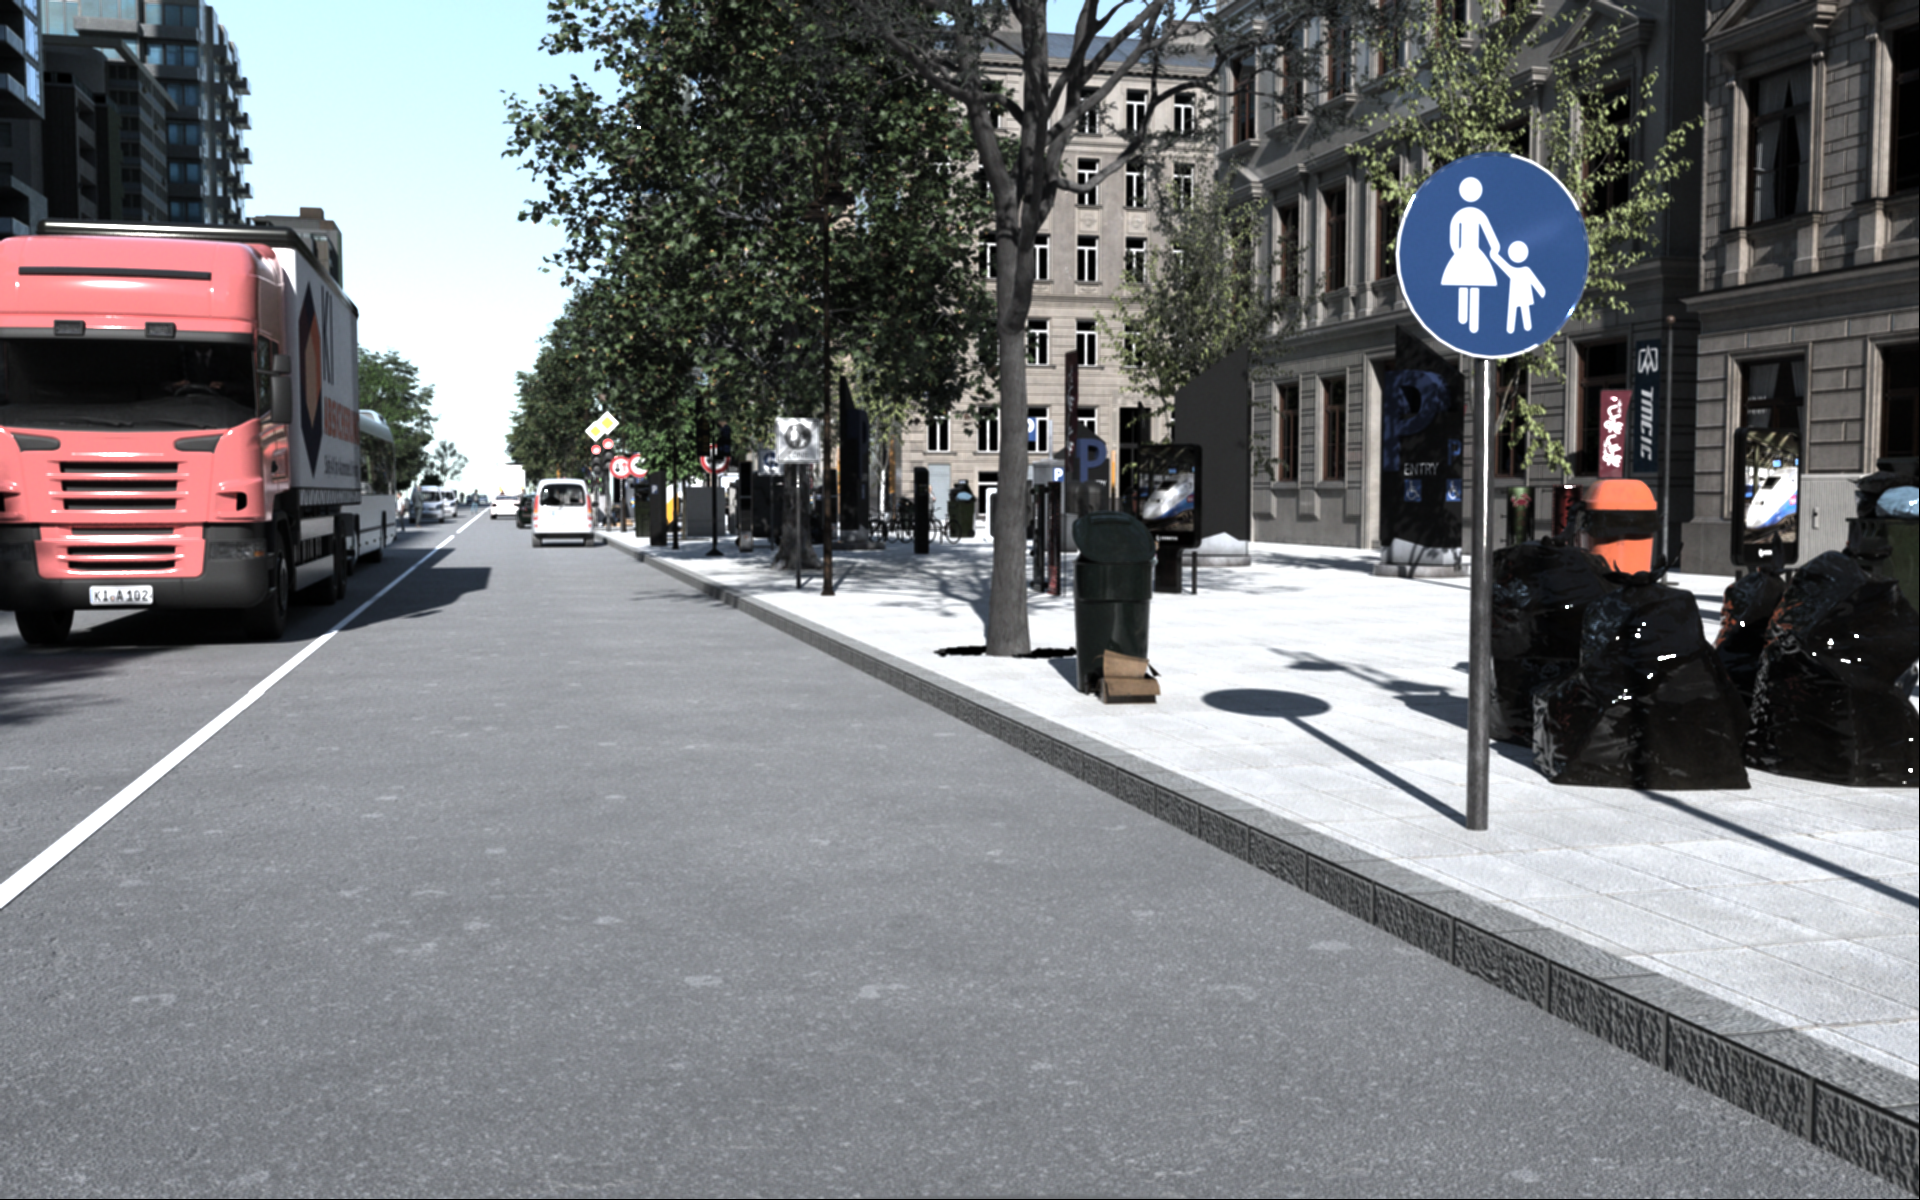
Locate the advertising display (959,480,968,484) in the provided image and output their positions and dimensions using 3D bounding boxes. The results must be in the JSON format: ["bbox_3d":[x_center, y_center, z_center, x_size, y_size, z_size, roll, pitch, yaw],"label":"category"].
[{"bbox_3d":[0.156,-4.442,77.843,0.123,1.923,0.974,-1,4,-19],"label":"advertising display"}]

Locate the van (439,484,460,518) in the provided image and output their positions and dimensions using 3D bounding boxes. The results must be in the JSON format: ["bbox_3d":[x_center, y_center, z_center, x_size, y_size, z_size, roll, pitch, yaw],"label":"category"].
[{"bbox_3d":[-31.812,-6.086,106.524,2.013,2.044,4.112,-1,4,-16],"label":"van"}]

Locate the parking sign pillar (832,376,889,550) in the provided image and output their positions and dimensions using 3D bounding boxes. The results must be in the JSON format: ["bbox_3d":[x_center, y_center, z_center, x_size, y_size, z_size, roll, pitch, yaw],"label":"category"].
[{"bbox_3d":[-2.443,-3.162,40.168,1.447,3.967,1.447,1,4,9],"label":"parking sign pillar"}]

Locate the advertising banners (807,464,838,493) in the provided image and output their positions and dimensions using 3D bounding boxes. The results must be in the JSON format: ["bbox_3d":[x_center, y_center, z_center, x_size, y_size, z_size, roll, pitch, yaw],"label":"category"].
[{"bbox_3d":[-7.171,-5.761,90.382,2.074,3.025,0.090,-1,4,-18],"label":"advertising banners"}]

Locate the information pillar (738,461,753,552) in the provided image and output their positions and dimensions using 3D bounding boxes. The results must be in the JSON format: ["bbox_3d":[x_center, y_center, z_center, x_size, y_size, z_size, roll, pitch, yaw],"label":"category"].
[{"bbox_3d":[-4.742,-2.072,38.363,0.304,2.012,0.304,0,4,-6],"label":"information pillar"}]

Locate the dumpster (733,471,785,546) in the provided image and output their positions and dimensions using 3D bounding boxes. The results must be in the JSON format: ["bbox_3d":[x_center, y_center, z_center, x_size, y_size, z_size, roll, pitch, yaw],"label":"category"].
[{"bbox_3d":[-4.799,-2.229,42.206,1.264,1.857,1.865,-1,4,-15],"label":"dumpster"}]

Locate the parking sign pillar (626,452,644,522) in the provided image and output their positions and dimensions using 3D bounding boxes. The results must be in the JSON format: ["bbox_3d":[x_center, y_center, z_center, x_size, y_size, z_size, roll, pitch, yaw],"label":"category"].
[{"bbox_3d":[-14.682,-5.555,79.302,1.447,3.967,1.447,-1,4,-12],"label":"parking sign pillar"}]

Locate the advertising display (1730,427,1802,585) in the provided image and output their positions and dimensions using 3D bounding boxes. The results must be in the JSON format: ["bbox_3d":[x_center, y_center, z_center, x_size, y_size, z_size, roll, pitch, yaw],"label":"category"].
[{"bbox_3d":[7.879,-0.717,16.935,0.974,1.923,0.123,-2,4,-33],"label":"advertising display"}]

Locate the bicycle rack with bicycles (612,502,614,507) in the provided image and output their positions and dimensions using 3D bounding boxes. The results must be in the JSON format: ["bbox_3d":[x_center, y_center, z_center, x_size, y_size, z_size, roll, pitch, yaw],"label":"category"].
[{"bbox_3d":[-22.507,-5.841,108.887,2.852,0.926,2.925,-1,4,-9],"label":"bicycle rack with bicycles"}]

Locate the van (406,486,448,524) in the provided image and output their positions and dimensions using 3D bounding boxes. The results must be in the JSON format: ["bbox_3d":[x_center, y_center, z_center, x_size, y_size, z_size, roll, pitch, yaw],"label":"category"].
[{"bbox_3d":[-26.398,-4.815,85.736,2.013,2.044,4.112,-1,4,-16],"label":"van"}]

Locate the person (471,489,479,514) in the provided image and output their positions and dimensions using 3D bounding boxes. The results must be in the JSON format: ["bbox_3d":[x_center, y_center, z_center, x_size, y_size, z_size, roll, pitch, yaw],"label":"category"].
[{"bbox_3d":[-34.633,-7.026,123.726,0.623,1.781,0.721,0,4,-2],"label":"person"}]

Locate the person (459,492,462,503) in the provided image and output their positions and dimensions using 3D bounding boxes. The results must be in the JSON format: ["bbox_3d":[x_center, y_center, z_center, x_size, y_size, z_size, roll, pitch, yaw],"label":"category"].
[{"bbox_3d":[-83.283,-17.170,289.219,1.348,1.826,0.705,3,4,37],"label":"person"}]

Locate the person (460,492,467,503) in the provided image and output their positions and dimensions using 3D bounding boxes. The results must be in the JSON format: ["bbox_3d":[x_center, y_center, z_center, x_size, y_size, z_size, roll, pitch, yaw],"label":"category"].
[{"bbox_3d":[-81.181,-16.784,282.933,1.348,1.822,0.705,-3,5,-43],"label":"person"}]

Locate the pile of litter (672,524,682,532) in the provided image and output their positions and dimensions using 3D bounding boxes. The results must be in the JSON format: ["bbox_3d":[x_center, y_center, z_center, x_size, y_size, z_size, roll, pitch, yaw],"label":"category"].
[{"bbox_3d":[-9.863,-2.748,58.888,1.176,0.858,1.719,-1,4,-20],"label":"pile of litter"}]

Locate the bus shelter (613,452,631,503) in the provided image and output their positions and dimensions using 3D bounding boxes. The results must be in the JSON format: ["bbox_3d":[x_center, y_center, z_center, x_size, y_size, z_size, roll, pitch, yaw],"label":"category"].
[{"bbox_3d":[-19.262,-6.636,99.785,1.731,3.624,6.357,-1,4,-15],"label":"bus shelter"}]

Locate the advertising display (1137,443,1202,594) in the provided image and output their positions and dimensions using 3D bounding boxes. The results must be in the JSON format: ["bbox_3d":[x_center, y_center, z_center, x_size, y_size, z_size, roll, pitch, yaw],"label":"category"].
[{"bbox_3d":[2.703,-1.053,22.425,0.974,1.923,0.123,3,5,45],"label":"advertising display"}]

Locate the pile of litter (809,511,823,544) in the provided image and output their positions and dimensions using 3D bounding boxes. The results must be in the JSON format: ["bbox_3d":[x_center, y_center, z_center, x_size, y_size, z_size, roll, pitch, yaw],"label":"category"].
[{"bbox_3d":[-4.041,-1.866,44.476,1.176,0.858,1.719,2,4,25],"label":"pile of litter"}]

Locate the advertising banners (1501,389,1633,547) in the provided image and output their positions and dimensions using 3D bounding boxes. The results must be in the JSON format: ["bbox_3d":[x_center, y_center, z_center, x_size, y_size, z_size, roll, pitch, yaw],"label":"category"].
[{"bbox_3d":[10.198,-2.016,29.143,2.074,3.025,0.090,1,4,9],"label":"advertising banners"}]

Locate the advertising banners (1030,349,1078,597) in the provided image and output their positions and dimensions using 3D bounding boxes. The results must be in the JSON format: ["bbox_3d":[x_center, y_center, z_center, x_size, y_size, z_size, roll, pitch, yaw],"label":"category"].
[{"bbox_3d":[1.194,-1.581,22.030,0.090,3.025,2.074,-1,4,-12],"label":"advertising banners"}]

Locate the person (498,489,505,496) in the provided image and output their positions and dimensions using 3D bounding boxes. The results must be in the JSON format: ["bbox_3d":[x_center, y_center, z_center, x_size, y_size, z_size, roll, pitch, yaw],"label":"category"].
[{"bbox_3d":[-38.631,-8.434,146.362,0.705,1.831,1.348,3,5,43],"label":"person"}]

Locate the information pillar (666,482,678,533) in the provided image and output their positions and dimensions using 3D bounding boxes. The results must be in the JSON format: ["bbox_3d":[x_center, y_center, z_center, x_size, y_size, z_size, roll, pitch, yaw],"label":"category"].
[{"bbox_3d":[-9.592,-4.045,57.486,0.504,3.616,0.183,2,4,25],"label":"information pillar"}]

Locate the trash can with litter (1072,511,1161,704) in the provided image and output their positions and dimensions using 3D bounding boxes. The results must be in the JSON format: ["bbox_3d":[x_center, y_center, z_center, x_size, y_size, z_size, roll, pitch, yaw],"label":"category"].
[{"bbox_3d":[1.065,0.025,10.973,0.624,1.170,1.055,0,4,-8],"label":"trash can with litter"}]

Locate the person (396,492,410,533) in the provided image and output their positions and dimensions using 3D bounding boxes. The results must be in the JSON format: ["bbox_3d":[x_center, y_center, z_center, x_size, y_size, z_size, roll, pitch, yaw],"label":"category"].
[{"bbox_3d":[-20.738,-3.255,64.322,0.503,1.515,0.523,1,4,20],"label":"person"}]

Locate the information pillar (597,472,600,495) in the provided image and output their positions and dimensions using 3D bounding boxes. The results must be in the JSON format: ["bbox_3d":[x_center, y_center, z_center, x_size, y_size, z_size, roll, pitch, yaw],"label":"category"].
[{"bbox_3d":[-24.722,-7.766,118.321,0.504,3.616,0.183,0,4,6],"label":"information pillar"}]

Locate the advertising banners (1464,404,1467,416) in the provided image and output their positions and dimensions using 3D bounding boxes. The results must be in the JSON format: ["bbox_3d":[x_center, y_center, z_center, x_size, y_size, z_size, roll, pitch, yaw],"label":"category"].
[{"bbox_3d":[8.950,-2.265,33.216,2.074,3.025,0.090,-2,4,-29],"label":"advertising banners"}]

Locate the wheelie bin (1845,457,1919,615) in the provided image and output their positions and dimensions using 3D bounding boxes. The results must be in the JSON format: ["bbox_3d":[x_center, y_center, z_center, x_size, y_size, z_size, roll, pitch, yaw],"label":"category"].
[{"bbox_3d":[8.064,-0.425,14.863,0.693,1.594,0.980,0,4,-4],"label":"wheelie bin"}]

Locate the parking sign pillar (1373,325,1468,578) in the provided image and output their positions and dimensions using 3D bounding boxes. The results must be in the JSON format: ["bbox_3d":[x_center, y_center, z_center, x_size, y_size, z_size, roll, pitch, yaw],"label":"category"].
[{"bbox_3d":[7.218,-2.359,27.042,1.447,3.967,1.447,-2,4,-33],"label":"parking sign pillar"}]

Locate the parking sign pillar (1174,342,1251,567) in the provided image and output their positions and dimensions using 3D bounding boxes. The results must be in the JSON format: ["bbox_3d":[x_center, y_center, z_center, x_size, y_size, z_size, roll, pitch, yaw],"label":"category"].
[{"bbox_3d":[4.513,-2.605,31.066,1.447,3.967,1.447,1,4,16],"label":"parking sign pillar"}]

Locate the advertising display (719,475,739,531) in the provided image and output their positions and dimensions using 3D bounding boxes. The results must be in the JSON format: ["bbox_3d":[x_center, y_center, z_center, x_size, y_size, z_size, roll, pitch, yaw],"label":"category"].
[{"bbox_3d":[-7.812,-3.323,59.541,0.974,1.923,0.123,-2,4,-29],"label":"advertising display"}]

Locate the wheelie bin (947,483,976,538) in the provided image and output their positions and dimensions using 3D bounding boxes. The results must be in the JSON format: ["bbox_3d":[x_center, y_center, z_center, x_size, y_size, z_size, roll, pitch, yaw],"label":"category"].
[{"bbox_3d":[0.041,-2.634,50.970,0.693,1.594,0.980,-3,4,-38],"label":"wheelie bin"}]

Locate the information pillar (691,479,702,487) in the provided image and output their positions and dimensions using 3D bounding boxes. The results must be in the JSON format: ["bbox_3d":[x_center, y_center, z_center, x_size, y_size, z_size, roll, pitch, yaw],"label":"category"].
[{"bbox_3d":[-19.479,-8.339,127.702,0.504,3.616,0.183,3,5,43],"label":"information pillar"}]

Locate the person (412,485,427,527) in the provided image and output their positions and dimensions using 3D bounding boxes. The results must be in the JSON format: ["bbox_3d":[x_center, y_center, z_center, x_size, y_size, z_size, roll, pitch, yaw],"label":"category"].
[{"bbox_3d":[-23.285,-4.038,74.694,0.661,1.801,0.590,2,4,30],"label":"person"}]

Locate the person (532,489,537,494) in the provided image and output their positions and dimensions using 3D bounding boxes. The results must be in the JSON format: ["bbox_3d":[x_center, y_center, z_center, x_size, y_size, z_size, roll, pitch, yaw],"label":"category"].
[{"bbox_3d":[-27.604,-6.341,112.448,0.793,1.790,0.793,2,4,31],"label":"person"}]

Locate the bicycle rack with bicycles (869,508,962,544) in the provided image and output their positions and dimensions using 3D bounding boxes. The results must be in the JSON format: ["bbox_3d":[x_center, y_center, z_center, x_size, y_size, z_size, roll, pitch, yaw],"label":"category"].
[{"bbox_3d":[-1.702,-1.933,44.986,2.852,0.926,2.925,-2,4,-35],"label":"bicycle rack with bicycles"}]

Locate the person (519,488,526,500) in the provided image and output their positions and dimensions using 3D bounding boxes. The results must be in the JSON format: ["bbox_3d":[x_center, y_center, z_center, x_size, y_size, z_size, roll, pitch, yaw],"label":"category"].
[{"bbox_3d":[-27.669,-6.139,109.145,0.573,1.790,0.520,1,4,17],"label":"person"}]

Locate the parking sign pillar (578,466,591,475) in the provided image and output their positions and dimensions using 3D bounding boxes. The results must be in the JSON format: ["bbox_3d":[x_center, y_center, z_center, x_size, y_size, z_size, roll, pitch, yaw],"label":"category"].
[{"bbox_3d":[-27.205,-8.386,125.579,1.447,3.967,1.447,1,4,14],"label":"parking sign pillar"}]

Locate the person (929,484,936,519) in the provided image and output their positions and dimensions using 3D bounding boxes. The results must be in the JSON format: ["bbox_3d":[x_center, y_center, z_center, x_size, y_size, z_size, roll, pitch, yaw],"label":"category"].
[{"bbox_3d":[-1.078,-3.428,64.732,0.526,1.800,0.537,3,5,40],"label":"person"}]

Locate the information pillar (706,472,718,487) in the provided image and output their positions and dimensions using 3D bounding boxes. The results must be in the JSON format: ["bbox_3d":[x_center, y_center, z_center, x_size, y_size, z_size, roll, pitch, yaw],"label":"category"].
[{"bbox_3d":[-8.306,-3.280,58.112,0.304,2.012,0.304,-3,4,-38],"label":"information pillar"}]

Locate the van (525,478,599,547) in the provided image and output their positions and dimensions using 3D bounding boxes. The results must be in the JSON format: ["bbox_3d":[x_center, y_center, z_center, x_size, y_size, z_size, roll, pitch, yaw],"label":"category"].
[{"bbox_3d":[-11.000,-2.503,47.941,2.013,2.044,4.112,-1,4,-13],"label":"van"}]

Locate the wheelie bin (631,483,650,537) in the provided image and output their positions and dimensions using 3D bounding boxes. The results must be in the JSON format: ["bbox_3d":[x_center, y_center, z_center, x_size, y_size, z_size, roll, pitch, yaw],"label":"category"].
[{"bbox_3d":[-9.326,-2.670,51.555,0.980,1.594,0.693,0,4,-3],"label":"wheelie bin"}]

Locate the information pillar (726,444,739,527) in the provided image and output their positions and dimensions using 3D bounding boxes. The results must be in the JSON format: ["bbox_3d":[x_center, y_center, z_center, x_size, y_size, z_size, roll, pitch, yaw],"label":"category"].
[{"bbox_3d":[-8.921,-4.684,67.932,0.504,3.616,0.183,-2,4,-33],"label":"information pillar"}]

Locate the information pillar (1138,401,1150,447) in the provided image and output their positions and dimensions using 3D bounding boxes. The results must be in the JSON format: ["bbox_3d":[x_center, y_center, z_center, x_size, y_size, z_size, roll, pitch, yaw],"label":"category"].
[{"bbox_3d":[4.654,-3.220,44.002,0.183,3.616,0.504,2,4,35],"label":"information pillar"}]

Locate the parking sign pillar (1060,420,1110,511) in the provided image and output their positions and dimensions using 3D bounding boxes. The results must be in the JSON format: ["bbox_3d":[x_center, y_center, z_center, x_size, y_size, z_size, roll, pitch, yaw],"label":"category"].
[{"bbox_3d":[4.594,-4.423,60.796,1.447,3.967,1.447,-2,4,-27],"label":"parking sign pillar"}]

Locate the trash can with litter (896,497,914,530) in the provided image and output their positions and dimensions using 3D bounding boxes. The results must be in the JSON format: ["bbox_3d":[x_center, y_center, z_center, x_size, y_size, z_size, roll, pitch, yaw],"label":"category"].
[{"bbox_3d":[-1.717,-3.072,61.609,1.055,1.170,0.624,-2,4,-34],"label":"trash can with litter"}]

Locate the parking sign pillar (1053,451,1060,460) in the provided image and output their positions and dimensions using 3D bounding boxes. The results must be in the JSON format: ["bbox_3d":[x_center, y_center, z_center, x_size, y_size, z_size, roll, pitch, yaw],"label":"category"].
[{"bbox_3d":[4.986,-5.646,80.783,1.447,3.967,1.447,0,4,-3],"label":"parking sign pillar"}]

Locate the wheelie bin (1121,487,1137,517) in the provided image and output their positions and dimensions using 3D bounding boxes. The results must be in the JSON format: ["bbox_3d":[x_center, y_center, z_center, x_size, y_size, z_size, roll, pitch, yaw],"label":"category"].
[{"bbox_3d":[7.814,-4.371,79.378,0.693,1.594,0.980,2,4,29],"label":"wheelie bin"}]

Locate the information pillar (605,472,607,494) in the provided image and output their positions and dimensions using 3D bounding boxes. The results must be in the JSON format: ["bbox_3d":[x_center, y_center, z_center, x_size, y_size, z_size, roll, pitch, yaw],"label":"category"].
[{"bbox_3d":[-15.423,-5.158,75.689,0.183,3.616,0.504,-1,4,-19],"label":"information pillar"}]

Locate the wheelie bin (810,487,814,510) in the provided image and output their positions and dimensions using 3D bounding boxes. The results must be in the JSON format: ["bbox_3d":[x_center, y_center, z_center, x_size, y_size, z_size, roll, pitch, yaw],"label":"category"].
[{"bbox_3d":[-6.431,-4.164,75.996,0.693,1.594,0.980,-1,4,-9],"label":"wheelie bin"}]

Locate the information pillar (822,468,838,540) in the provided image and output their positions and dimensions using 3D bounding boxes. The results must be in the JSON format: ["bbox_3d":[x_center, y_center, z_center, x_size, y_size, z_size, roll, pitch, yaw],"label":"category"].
[{"bbox_3d":[-3.658,-2.711,48.811,0.304,2.012,0.304,3,5,42],"label":"information pillar"}]

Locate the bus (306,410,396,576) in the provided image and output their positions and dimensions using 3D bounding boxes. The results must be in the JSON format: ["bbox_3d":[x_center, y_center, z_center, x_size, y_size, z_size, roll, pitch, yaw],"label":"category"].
[{"bbox_3d":[-12.513,-2.319,32.777,2.948,3.499,13.247,-1,4,-14],"label":"bus"}]
